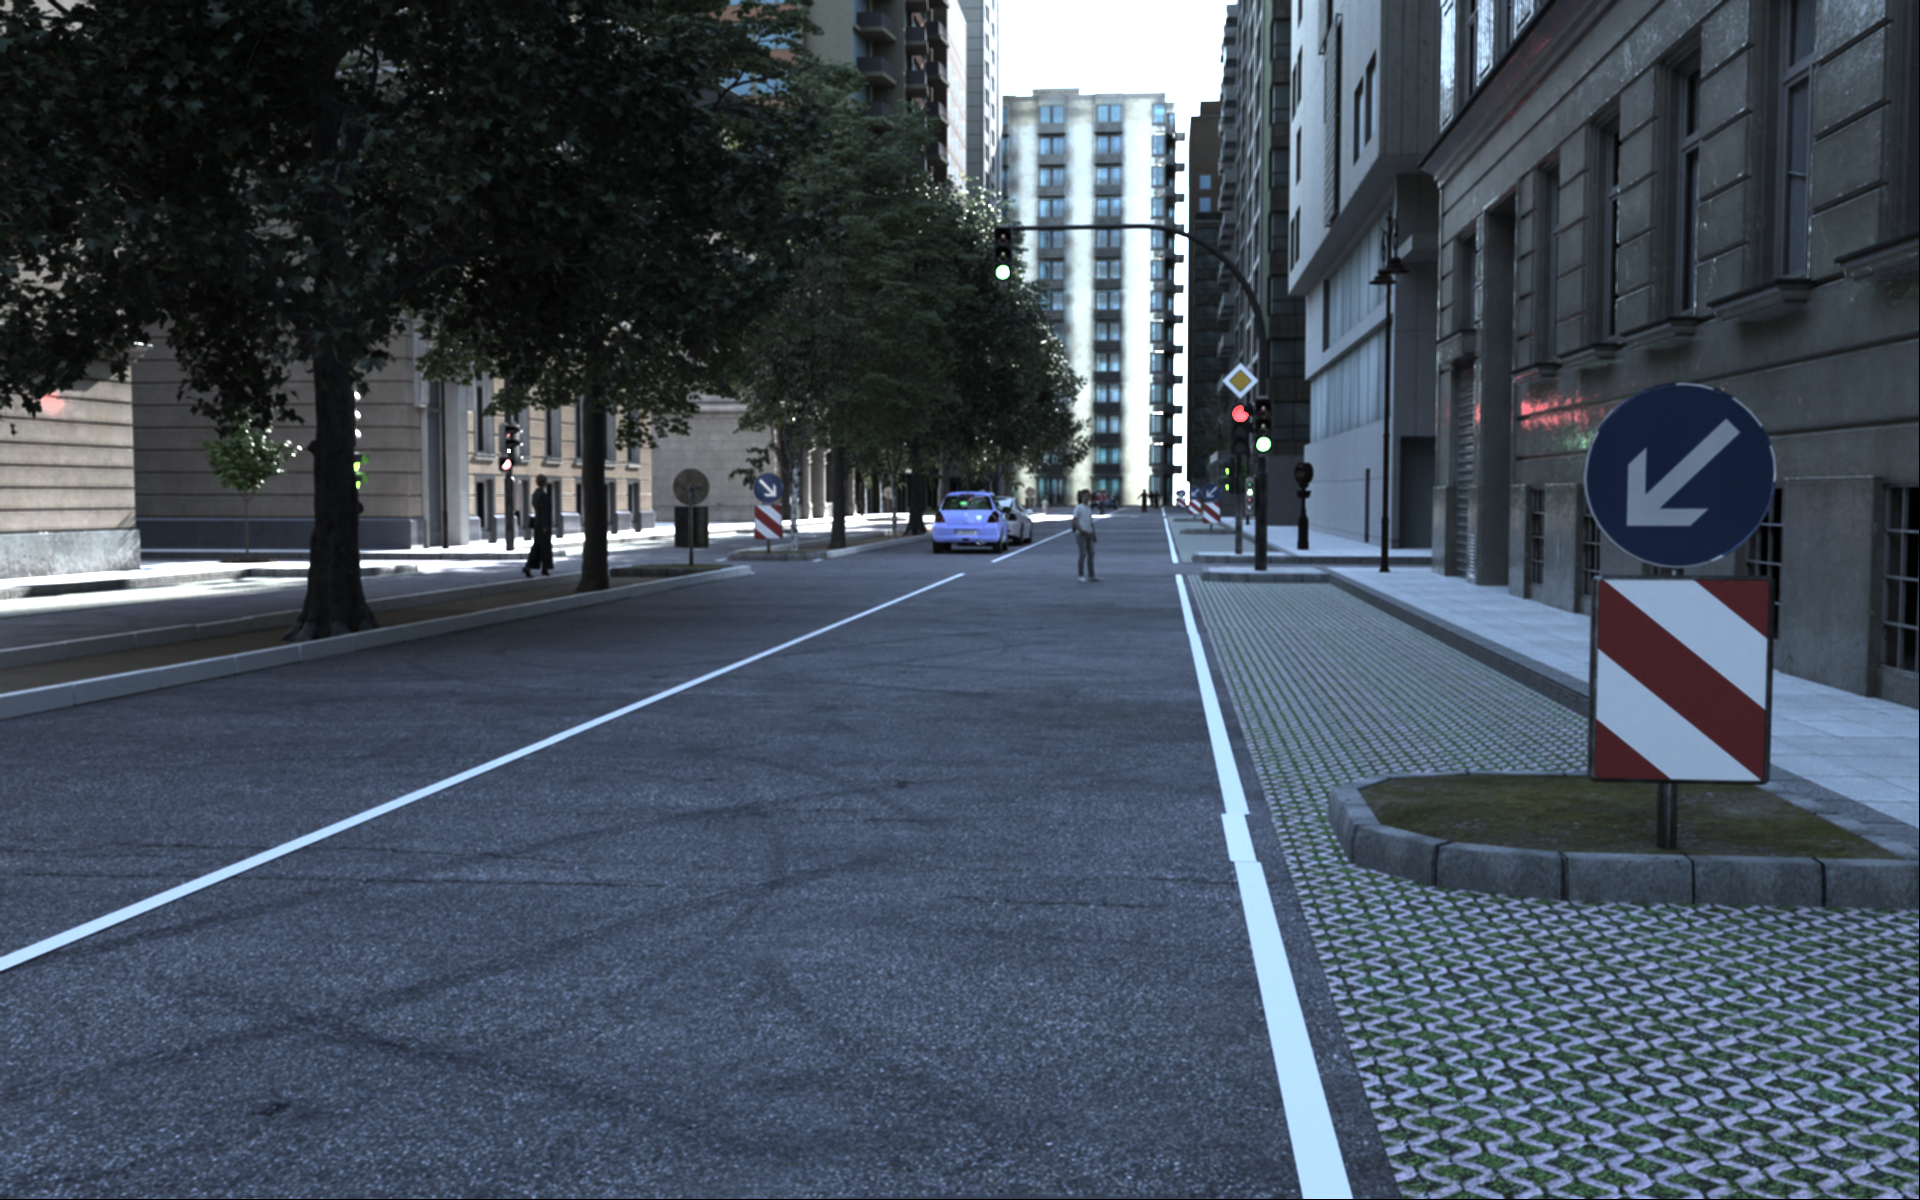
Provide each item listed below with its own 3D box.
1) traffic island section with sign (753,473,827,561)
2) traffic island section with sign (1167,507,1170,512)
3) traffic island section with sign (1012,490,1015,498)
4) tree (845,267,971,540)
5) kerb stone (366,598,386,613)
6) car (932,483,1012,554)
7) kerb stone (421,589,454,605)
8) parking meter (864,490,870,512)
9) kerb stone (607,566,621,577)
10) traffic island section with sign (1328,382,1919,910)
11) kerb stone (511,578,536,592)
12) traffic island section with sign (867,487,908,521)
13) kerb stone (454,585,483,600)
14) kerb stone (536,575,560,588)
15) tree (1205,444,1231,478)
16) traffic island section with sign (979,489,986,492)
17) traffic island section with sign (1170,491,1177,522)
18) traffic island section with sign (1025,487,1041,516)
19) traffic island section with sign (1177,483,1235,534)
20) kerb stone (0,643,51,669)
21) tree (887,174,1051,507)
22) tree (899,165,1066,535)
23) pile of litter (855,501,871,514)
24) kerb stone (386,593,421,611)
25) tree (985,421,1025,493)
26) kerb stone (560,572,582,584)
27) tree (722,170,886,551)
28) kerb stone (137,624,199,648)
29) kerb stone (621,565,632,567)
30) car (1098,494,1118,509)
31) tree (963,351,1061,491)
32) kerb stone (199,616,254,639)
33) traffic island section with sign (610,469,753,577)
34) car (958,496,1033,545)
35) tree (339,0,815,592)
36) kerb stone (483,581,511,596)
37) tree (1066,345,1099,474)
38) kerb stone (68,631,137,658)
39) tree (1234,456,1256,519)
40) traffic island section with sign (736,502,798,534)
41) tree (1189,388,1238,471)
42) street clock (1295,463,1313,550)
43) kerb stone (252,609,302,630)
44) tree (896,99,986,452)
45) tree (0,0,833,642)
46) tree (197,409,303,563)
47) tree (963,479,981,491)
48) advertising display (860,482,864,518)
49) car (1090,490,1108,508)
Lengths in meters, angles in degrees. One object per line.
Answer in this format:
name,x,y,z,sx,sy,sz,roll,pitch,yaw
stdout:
traffic island section with sign,-4.056,-1.823,37.934,2.006,1.907,1.989,0,4,7
traffic island section with sign,17.645,-7.936,138.386,1.989,1.847,2.006,0,4,7
traffic island section with sign,5.005,-9.734,167.781,1.989,1.847,2.006,0,4,7
tree,-1.986,-6.080,52.231,4.737,8.622,4.395,0,3,0
kerb stone,-7.131,0.100,20.564,0.120,0.150,1.000,0,4,7
car,0.290,-2.046,43.042,1.945,1.707,3.694,0,4,5
kerb stone,-6.896,-0.024,22.594,0.120,0.150,1.000,0,4,7
parking meter,-6.045,-6.389,112.876,0.372,1.533,0.369,0,3,0
kerb stone,-6.078,-0.460,29.711,0.120,0.150,1.000,0,4,7
traffic island section with sign,2.544,0.102,6.959,1.989,1.847,2.006,0,4,7
kerb stone,-6.547,-0.211,25.644,0.120,0.150,1.000,0,4,7
traffic island section with sign,-3.773,-5.068,91.494,1.989,1.847,2.006,0,4,7
kerb stone,-6.788,-0.087,23.611,0.120,0.150,1.000,0,4,7
kerb stone,-6.429,-0.272,26.659,0.120,0.150,1.000,0,4,7
tree,17.788,-7.975,114.101,4.285,4.588,4.351,0,3,0
traffic island section with sign,1.818,-8.037,140.035,1.989,1.847,2.006,0,4,7
traffic island section with sign,12.090,-4.979,90.039,1.989,1.847,2.006,0,4,7
traffic island section with sign,4.518,-6.388,112.584,2.006,1.907,1.989,0,4,7
traffic island section with sign,8.879,-3.268,62.054,1.989,1.847,2.006,0,4,7
kerb stone,-7.832,0.476,14.451,0.120,0.150,1.000,0,4,7
tree,-0.699,-9.837,69.952,9.857,13.997,8.962,0,3,0
tree,-1.521,-8.608,60.205,9.611,12.733,9.660,0,3,0
pile of litter,-6.405,-5.841,109.472,1.719,0.858,1.176,1,4,17
kerb stone,-7.014,0.038,21.579,0.120,0.150,1.000,0,4,7
tree,1.602,-8.129,85.727,4.737,8.622,4.395,0,3,0
kerb stone,-6.311,-0.335,27.675,0.120,0.150,1.000,0,4,7
tree,-3.765,-5.298,39.448,4.360,8.622,3.978,0,3,0
kerb stone,-7.602,0.349,16.489,0.120,0.150,1.000,0,4,7
kerb stone,-5.965,-0.520,30.727,0.120,0.150,1.000,0,4,7
car,13.915,-9.233,162.969,2.014,1.417,4.499,0,4,7
tree,0.506,-8.723,79.495,8.767,10.594,7.601,0,4,7
kerb stone,-7.479,0.299,17.510,0.120,0.150,1.000,0,4,7
traffic island section with sign,-4.912,-1.372,30.577,2.006,1.907,1.989,0,4,7
car,1.013,-2.287,49.750,2.083,1.381,4.827,0,4,7
tree,-5.409,-6.413,25.432,7.486,12.596,7.792,0,3,0
kerb stone,-6.661,-0.149,24.625,0.120,0.150,1.000,0,4,7
tree,2.586,-10.618,93.068,9.611,12.733,9.660,0,3,0
kerb stone,-7.721,0.412,15.467,0.120,0.150,1.000,0,4,7
tree,14.526,-5.772,88.981,1.663,3.219,1.824,0,3,0
traffic island section with sign,-6.993,-3.349,63.382,1.989,1.847,2.006,0,4,7
tree,17.980,-10.307,118.877,4.360,8.622,3.978,0,3,0
street clock,7.949,-2.171,40.074,0.358,2.002,0.471,-1,4,-19
kerb stone,-7.365,0.225,18.524,0.120,0.150,1.000,0,4,7
tree,-3.245,-7.629,45.320,7.486,12.596,7.792,0,3,0
tree,-6.132,-5.954,16.821,9.611,12.733,9.660,0,3,0
tree,-13.525,-2.320,32.529,1.663,3.219,1.824,0,3,0
tree,1.322,-10.219,161.676,1.663,3.219,1.824,0,3,0
advertising display,-5.321,-5.427,93.941,0.123,1.923,0.974,0,4,-7
car,14.594,-10.471,179.878,2.281,1.827,5.304,0,4,5
